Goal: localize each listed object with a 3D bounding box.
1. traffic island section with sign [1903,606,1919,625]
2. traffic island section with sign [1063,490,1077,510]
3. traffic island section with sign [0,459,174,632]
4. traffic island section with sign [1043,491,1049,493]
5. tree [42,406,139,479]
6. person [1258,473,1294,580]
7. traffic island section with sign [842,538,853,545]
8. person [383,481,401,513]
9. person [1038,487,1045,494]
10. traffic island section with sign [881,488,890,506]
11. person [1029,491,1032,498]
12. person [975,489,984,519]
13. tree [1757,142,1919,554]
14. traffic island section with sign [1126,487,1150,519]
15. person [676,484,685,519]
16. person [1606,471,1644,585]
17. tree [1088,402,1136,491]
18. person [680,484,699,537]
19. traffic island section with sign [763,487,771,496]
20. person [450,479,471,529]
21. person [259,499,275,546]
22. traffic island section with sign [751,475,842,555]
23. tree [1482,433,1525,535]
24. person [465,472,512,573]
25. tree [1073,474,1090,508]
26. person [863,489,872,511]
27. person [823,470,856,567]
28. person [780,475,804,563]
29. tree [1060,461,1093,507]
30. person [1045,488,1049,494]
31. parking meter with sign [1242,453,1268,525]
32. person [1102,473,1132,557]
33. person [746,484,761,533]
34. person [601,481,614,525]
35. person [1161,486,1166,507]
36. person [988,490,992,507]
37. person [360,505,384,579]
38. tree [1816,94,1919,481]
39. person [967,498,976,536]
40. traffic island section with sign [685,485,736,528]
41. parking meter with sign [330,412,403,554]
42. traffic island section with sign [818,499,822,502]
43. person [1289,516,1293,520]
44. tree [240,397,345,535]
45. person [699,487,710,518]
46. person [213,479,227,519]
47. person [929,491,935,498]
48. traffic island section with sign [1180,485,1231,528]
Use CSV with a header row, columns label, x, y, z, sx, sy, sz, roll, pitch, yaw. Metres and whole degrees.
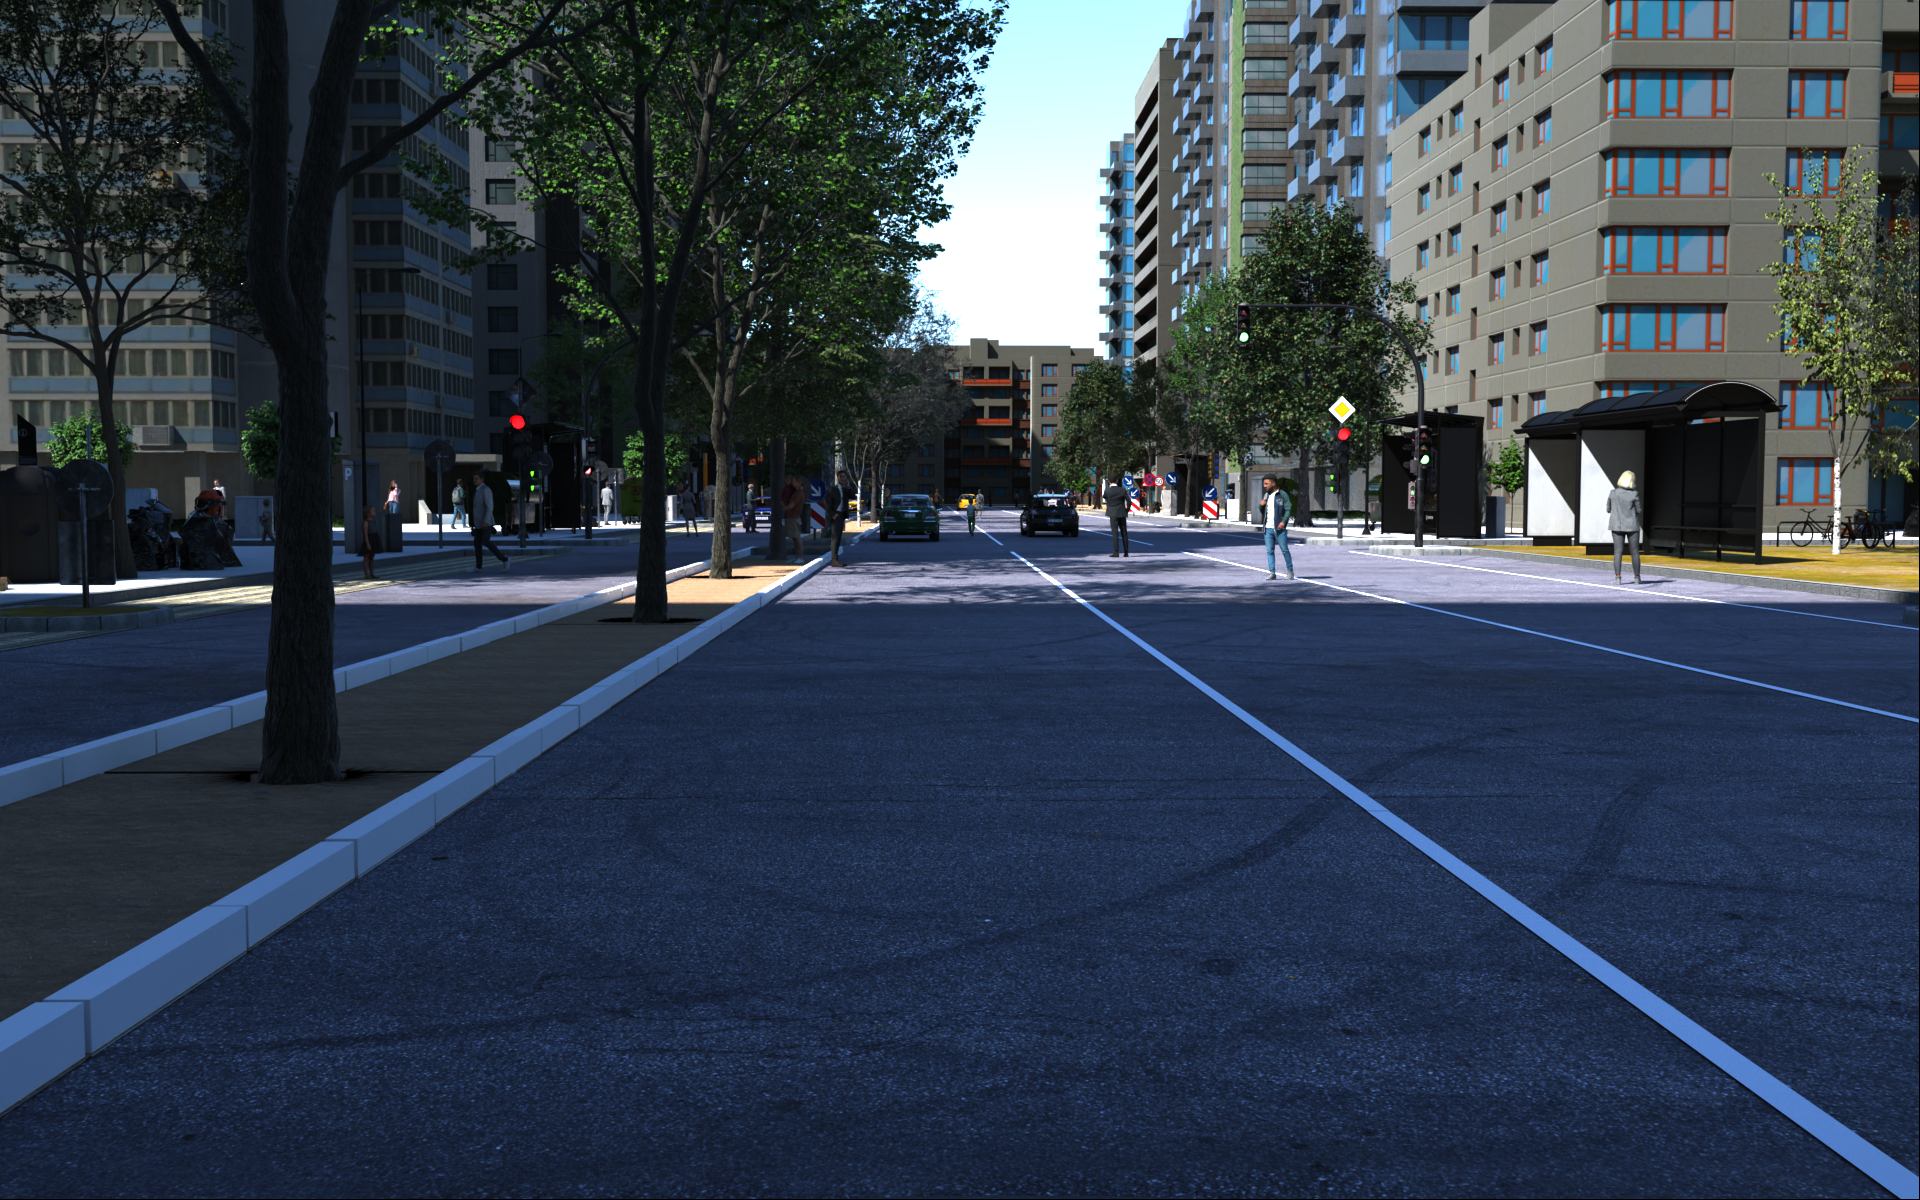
label,x,y,z,sx,sy,sz,roll,pitch,yaw
traffic island section with sign,11.464,-0.619,18.755,1.989,1.847,2.006,0,4,-1
traffic island section with sign,9.194,-8.737,151.482,1.989,1.847,2.006,0,4,-1
traffic island section with sign,-9.756,-0.623,18.810,1.989,1.847,2.006,0,4,-1
traffic island section with sign,8.722,-10.415,178.908,1.989,1.847,2.006,0,4,-1
tree,-32.466,-4.954,64.719,4.285,4.588,4.351,0,3,0
person,5.257,-1.225,28.883,0.623,1.781,0.721,2,4,33
traffic island section with sign,-4.076,-2.508,49.146,2.006,1.907,1.989,0,4,-1
person,-19.767,-3.294,60.489,0.593,1.750,0.643,1,4,18
person,4.318,-5.096,91.917,0.850,1.850,0.679,-2,4,-30
traffic island section with sign,-5.374,-7.103,124.274,2.006,1.907,1.989,0,4,-1
person,7.576,-10.635,183.207,0.721,1.723,1.217,-2,4,-24
person,1.129,-5.501,99.447,0.512,1.701,0.522,0,4,-4
tree,18.722,-5.265,36.440,4.737,8.622,4.395,0,3,0
traffic island section with sign,10.039,-5.697,101.775,1.989,1.847,2.006,0,4,-1
person,-14.173,-4.996,87.706,0.580,1.828,0.573,2,4,29
person,10.565,-1.154,27.543,0.537,1.800,0.526,3,5,43
tree,11.847,-11.380,136.431,4.360,8.622,3.978,0,3,0
person,-9.056,-3.005,57.980,0.599,1.781,0.374,-1,4,-10
traffic island section with sign,-11.186,-5.690,101.666,1.989,1.847,2.006,0,4,-1
person,-18.061,-3.451,62.454,0.713,1.824,0.794,-2,4,-32
person,-18.061,-1.980,45.151,0.640,1.303,0.475,-1,4,-22
traffic island section with sign,-3.958,-2.055,41.740,2.006,1.907,1.989,0,4,-1
tree,17.453,-3.703,55.144,1.663,3.219,1.824,0,3,0
person,-8.633,-1.425,31.641,0.795,1.843,0.661,-2,4,-30
tree,11.670,-10.333,163.547,1.663,3.219,1.824,0,3,0
person,-7.679,-8.546,148.210,1.348,1.826,0.705,-1,4,-17
person,-2.355,-1.613,34.232,0.474,1.900,0.648,2,4,27
person,-3.436,-1.672,35.811,0.580,1.828,0.573,2,4,25
tree,11.315,-11.331,168.968,4.285,4.588,4.351,0,3,0
person,5.016,-5.708,102.011,0.511,1.800,0.466,1,4,21
parking meter with sign,12.549,-4.661,72.475,0.543,3.016,1.738,-2,4,-32
person,3.556,-1.926,39.346,0.648,1.900,0.474,-1,4,-12
person,-7.655,-3.396,64.206,0.590,1.801,0.661,0,4,-6
person,-14.513,-3.997,71.592,0.606,1.804,0.583,1,4,22
person,14.659,-7.232,124.167,0.514,1.842,0.818,1,4,15
person,3.292,-11.105,190.027,0.705,1.831,1.348,-1,4,-14
person,-9.871,-0.974,29.093,0.373,1.253,0.362,1,4,22
tree,17.670,-4.913,30.697,4.360,8.622,3.978,0,3,0
person,0.380,-2.815,58.776,0.306,1.304,0.590,0,4,0
traffic island section with sign,-10.708,-4.033,74.571,1.989,1.847,2.006,0,4,-1
parking meter with sign,-12.942,-2.525,37.540,0.543,3.016,1.738,2,4,35
traffic island section with sign,-12.024,-8.723,151.254,1.989,1.847,2.006,0,4,-1
person,16.350,-4.819,85.408,0.480,1.755,0.524,3,5,44
tree,-21.127,-4.342,54.706,4.285,4.588,4.351,0,3,0
person,-13.691,-5.254,92.784,0.563,1.720,0.643,0,4,-1
person,-26.657,-3.435,62.331,0.709,1.813,0.853,1,4,18
person,-2.723,-9.780,169.116,0.721,1.736,1.217,2,4,28
traffic island section with sign,10.507,-4.024,74.420,1.989,1.847,2.006,0,4,-1
